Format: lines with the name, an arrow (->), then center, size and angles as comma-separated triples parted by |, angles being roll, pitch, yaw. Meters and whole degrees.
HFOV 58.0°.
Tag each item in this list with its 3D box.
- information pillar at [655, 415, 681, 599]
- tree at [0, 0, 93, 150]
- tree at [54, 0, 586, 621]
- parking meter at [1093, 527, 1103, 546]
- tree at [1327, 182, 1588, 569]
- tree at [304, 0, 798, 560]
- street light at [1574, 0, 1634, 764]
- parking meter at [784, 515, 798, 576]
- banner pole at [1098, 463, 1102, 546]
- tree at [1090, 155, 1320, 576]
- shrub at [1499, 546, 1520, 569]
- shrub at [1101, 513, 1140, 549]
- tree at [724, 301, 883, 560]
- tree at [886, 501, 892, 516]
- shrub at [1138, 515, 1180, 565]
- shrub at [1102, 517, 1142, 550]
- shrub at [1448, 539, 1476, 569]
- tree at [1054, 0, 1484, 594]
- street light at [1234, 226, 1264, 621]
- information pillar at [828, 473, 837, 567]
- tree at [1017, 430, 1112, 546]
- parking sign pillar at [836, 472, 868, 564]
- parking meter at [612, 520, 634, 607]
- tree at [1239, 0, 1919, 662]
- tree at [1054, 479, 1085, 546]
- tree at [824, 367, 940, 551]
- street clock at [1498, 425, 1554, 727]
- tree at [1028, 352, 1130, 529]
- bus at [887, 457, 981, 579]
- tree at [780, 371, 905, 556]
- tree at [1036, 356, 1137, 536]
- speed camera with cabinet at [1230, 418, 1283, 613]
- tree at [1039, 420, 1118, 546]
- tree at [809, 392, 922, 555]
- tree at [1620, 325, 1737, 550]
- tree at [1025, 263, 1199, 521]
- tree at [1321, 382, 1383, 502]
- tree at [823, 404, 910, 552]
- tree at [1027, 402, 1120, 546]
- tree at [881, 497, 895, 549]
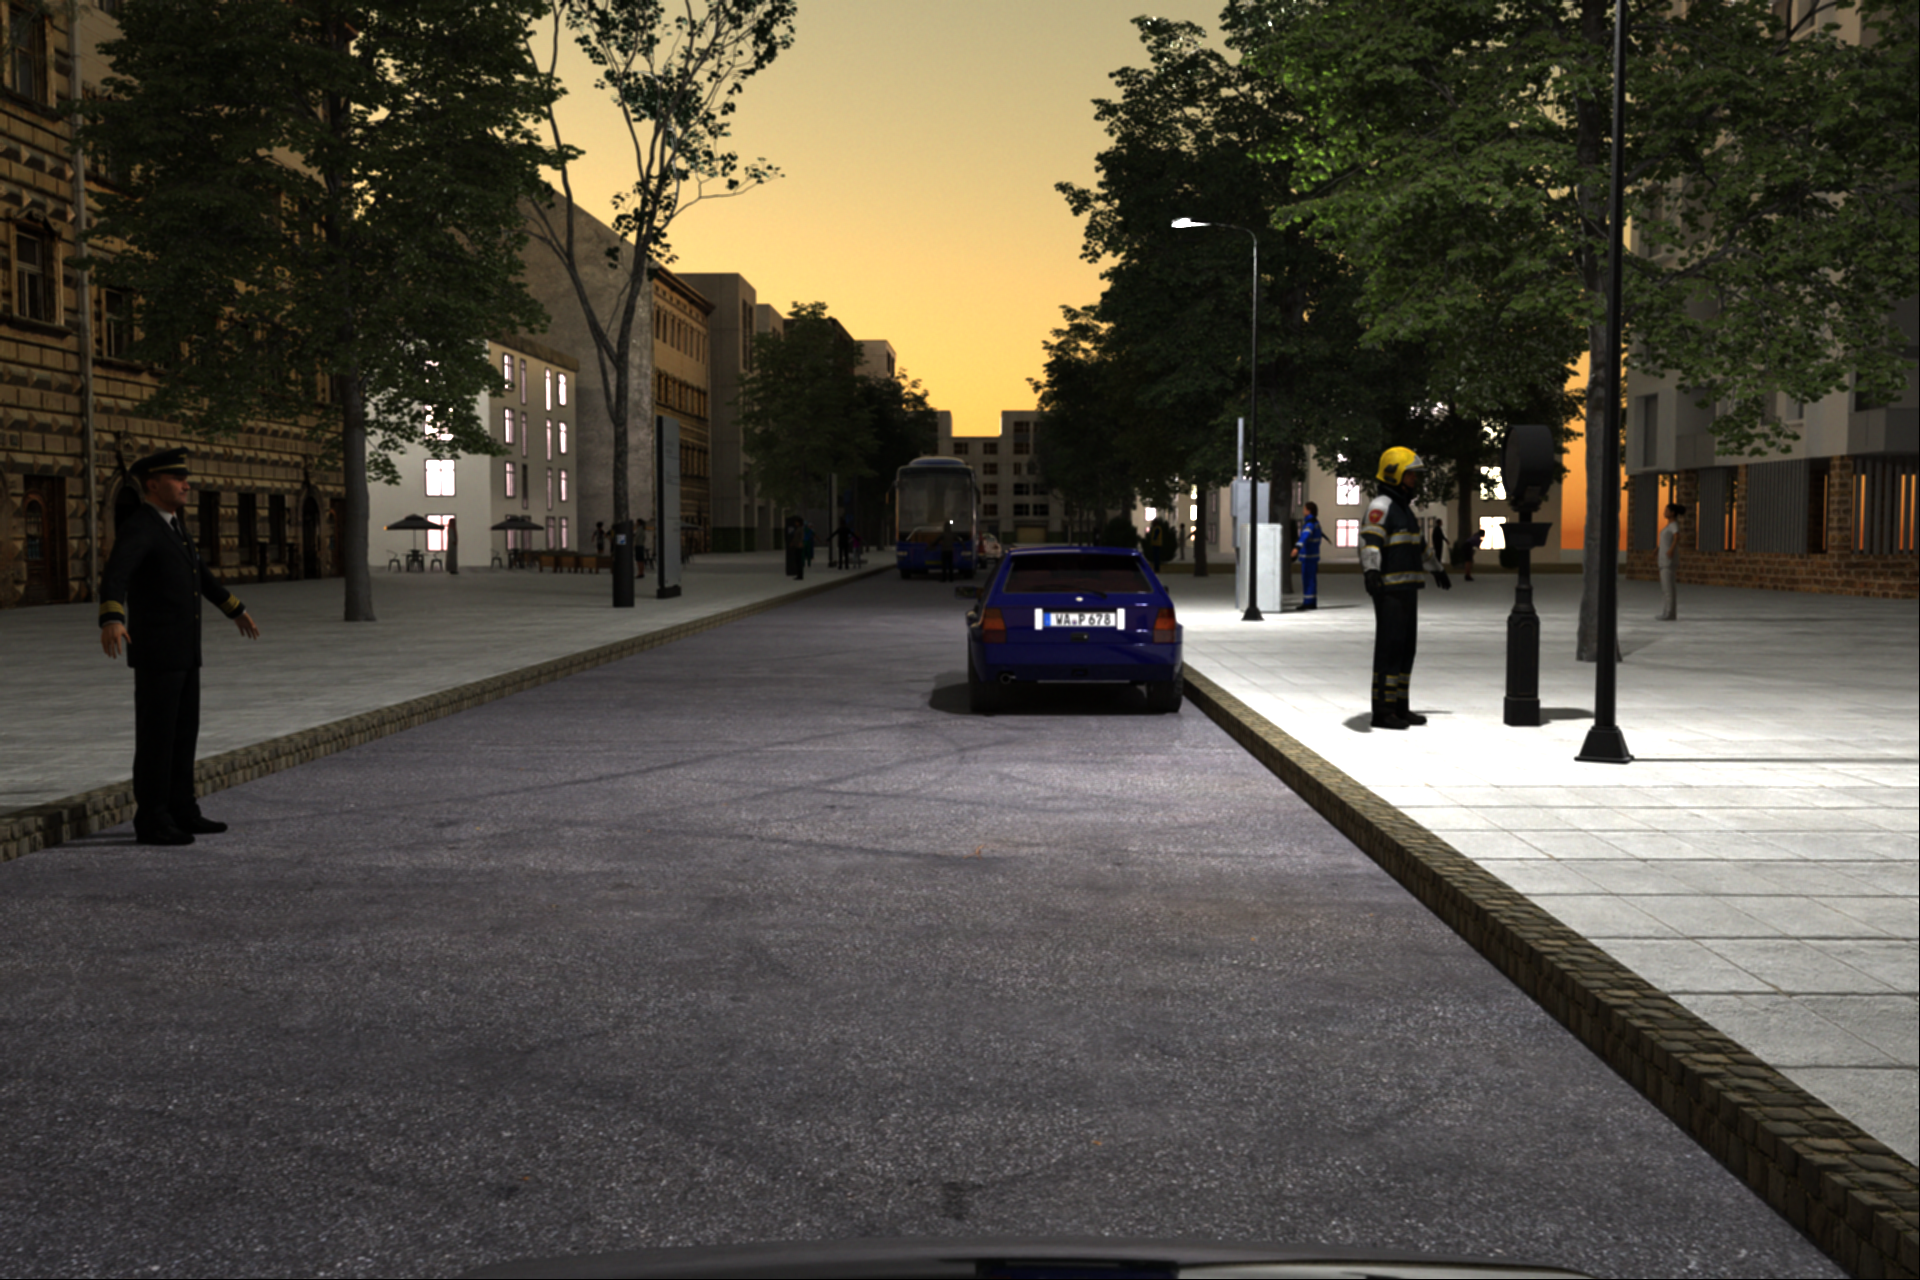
information pillar -> -5.893, -2.672, 34.999 | 0.184, 3.620, 1.656 | 0, 4, 2
tree -> -8.877, -3.766, 11.939 | 4.360, 8.622, 3.978 | 0, 3, 0
tree -> -9.045, -6.527, 24.851 | 7.486, 12.596, 7.792 | 0, 3, 0
parking meter -> 5.015, -3.336, 62.958 | 0.372, 1.533, 0.369 | 0, 3, 0
tree -> 18.307, -9.558, 62.936 | 9.857, 13.997, 8.962 | 0, 3, 0
tree -> -9.486, -11.484, 43.651 | 12.611, 20.169, 13.585 | 0, 3, 0
street light -> 4.199, -2.269, 9.636 | 1.470, 5.913, 1.316 | 0, 4, 1
parking meter -> -5.206, -2.919, 53.445 | 0.399, 1.863, 0.255 | 0, 4, 2
banner pole -> 4.932, -4.332, 60.842 | 0.401, 3.779, 0.863 | 0, 4, 1
tree -> 7.511, -8.184, 51.943 | 7.486, 12.596, 7.792 | 0, 3, 0
shrub -> 20.124, -3.187, 63.218 | 1.383, 1.207, 1.383 | 0, 3, 0
shrub -> 6.040, -3.827, 66.618 | 1.661, 2.075, 1.752 | 0, 3, 0
tree -> -7.558, -10.167, 84.363 | 7.486, 12.596, 7.792 | 0, 3, 0
tree -> -5.665, -12.681, 157.693 | 4.737, 8.622, 4.395 | 0, 3, 0
shrub -> 8.365, -4.203, 72.757 | 1.661, 2.075, 1.752 | 0, 3, 0
shrub -> 7.036, -4.352, 75.193 | 1.661, 2.075, 1.752 | 0, 3, 0
shrub -> 18.372, -3.196, 63.373 | 1.383, 1.207, 1.383 | 0, 3, 0
tree -> 6.872, -7.975, 37.039 | 9.857, 13.997, 8.962 | 0, 3, 0
street light -> 4.887, -3.241, 25.525 | 1.470, 5.913, 1.316 | 0, 4, 1
information pillar -> -4.948, -4.646, 67.278 | 0.184, 3.620, 1.656 | 0, 4, 2
tree -> 10.429, -15.377, 161.789 | 12.009, 13.543, 11.850 | 0, 3, 0
parking sign pillar -> -4.714, -5.291, 74.975 | 1.447, 3.967, 1.447 | 0, 4, 2
parking meter -> -5.914, -1.345, 30.408 | 0.372, 1.533, 0.369 | 0, 3, 0
tree -> 6.158, -6.077, 17.481 | 7.486, 12.596, 7.792 | 0, 3, 0
tree -> 9.492, -12.442, 153.796 | 4.360, 8.622, 3.978 | 0, 3, 0
tree -> -6.180, -13.811, 132.458 | 9.857, 13.997, 8.962 | 0, 3, 0
street clock -> 3.770, -0.428, 11.571 | 0.358, 2.002, 0.471 | 0, 4, 2
tree -> 9.106, -12.452, 113.957 | 12.009, 13.543, 11.850 | 0, 3, 0
bus -> -0.659, -4.120, 58.912 | 2.896, 3.916, 12.251 | 0, 4, 1
tree -> -6.763, -10.120, 99.876 | 8.767, 10.594, 7.601 | 1, 4, 17
tree -> 8.294, -10.717, 100.979 | 9.928, 11.665, 9.643 | 0, 3, 0
speed camera with cabinet -> 4.944, -2.111, 28.857 | 0.660, 3.252, 2.038 | 0, 4, 2
tree -> 9.561, -11.722, 126.069 | 8.767, 10.594, 7.601 | 2, 4, 24
tree -> -6.070, -10.654, 108.608 | 8.767, 10.594, 7.601 | 1, 4, 17
tree -> 29.851, -9.337, 70.780 | 7.486, 12.596, 7.792 | 0, 3, 0
tree -> 7.962, -10.817, 83.512 | 9.857, 13.997, 8.962 | 0, 3, 0
tree -> 17.580, -7.540, 73.639 | 4.737, 8.622, 4.395 | 0, 3, 0
tree -> -6.151, -11.414, 121.032 | 7.601, 10.594, 8.767 | -1, 4, -8
tree -> 9.721, -13.925, 138.041 | 12.009, 13.543, 11.850 | 0, 3, 0
tree -> -6.325, -11.976, 146.171 | 4.360, 8.622, 3.978 | 0, 3, 0
